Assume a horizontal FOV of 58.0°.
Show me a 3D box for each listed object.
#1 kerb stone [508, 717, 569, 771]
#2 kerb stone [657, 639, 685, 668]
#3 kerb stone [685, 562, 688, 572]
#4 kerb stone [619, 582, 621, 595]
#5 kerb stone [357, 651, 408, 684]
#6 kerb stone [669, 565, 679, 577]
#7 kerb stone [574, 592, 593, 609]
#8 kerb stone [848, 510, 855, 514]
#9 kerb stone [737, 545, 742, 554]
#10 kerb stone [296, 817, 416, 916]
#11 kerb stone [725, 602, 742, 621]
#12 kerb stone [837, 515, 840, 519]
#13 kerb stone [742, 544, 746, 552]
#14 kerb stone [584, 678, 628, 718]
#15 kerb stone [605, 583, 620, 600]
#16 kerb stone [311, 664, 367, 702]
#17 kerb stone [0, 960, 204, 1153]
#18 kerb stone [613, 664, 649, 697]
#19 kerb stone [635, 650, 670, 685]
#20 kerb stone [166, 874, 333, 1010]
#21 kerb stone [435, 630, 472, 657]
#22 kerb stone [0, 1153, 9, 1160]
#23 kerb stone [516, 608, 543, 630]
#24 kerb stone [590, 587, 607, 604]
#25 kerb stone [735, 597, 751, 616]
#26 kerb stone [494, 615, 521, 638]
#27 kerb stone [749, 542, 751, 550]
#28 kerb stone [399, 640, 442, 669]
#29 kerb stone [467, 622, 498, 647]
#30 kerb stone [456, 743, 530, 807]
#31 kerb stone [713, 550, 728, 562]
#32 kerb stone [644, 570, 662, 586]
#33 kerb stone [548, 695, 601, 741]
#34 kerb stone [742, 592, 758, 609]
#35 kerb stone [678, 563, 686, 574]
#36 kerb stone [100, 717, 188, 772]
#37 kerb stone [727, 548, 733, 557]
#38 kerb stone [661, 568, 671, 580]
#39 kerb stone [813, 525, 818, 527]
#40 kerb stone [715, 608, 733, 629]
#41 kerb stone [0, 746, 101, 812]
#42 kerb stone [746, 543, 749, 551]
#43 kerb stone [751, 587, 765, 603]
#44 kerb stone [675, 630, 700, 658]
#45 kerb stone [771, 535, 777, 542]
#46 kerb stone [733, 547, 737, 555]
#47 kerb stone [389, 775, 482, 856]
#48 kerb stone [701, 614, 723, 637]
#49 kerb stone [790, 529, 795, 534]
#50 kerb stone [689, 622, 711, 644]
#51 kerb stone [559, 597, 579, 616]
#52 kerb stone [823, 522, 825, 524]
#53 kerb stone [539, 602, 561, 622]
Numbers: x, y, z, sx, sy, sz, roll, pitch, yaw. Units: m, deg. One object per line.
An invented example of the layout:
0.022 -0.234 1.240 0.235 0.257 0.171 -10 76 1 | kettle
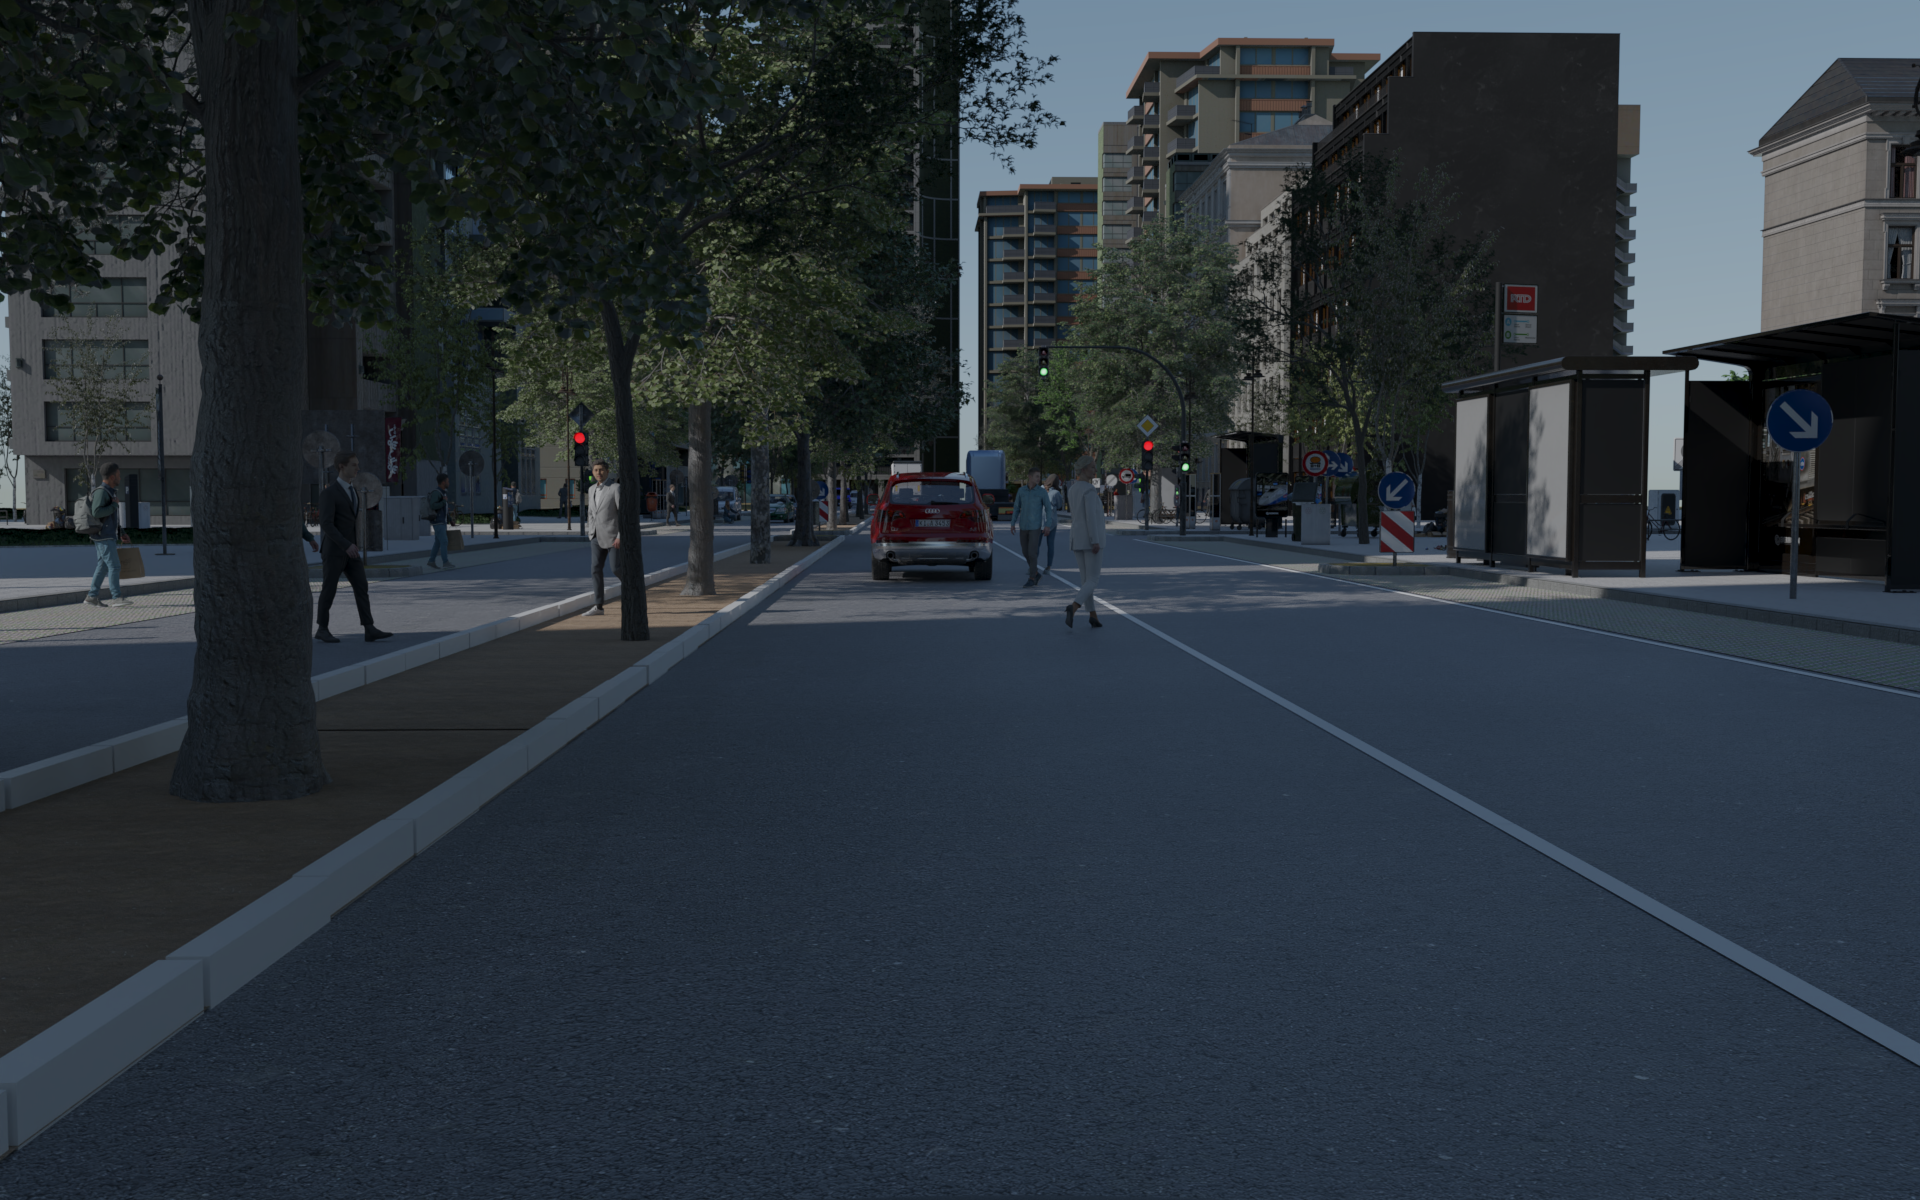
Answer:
-2.293 0.787 9.393 0.120 0.150 1.000 0 4 -2 | kerb stone
-2.448 0.470 14.518 0.120 0.150 1.000 0 4 -2 | kerb stone
-5.077 -0.593 31.886 0.120 0.150 1.000 0 4 -2 | kerb stone
-4.860 -0.152 24.717 0.120 0.150 1.000 0 4 -2 | kerb stone
-4.516 0.535 13.453 0.120 0.150 1.000 0 4 -2 | kerb stone
-5.014 -0.468 29.843 0.120 0.150 1.000 0 4 -2 | kerb stone
-4.770 0.035 21.648 0.120 0.150 1.000 0 4 -2 | kerb stone
-7.985 -6.447 127.715 0.120 0.150 1.000 0 4 -2 | kerb stone
-5.358 -1.157 41.134 0.120 0.150 1.000 0 4 -2 | kerb stone
-2.200 0.971 6.327 0.120 0.150 1.000 0 4 -2 | kerb stone
-2.604 0.157 19.632 0.120 0.150 1.000 0 4 -2 | kerb stone
-7.339 -5.137 106.191 0.120 0.150 1.000 0 4 -2 | kerb stone
-5.383 -1.221 42.158 0.120 0.150 1.000 0 4 -2 | kerb stone
-2.354 0.658 11.442 0.120 0.150 1.000 0 4 -2 | kerb stone
-4.824 -0.092 23.692 0.120 0.150 1.000 0 4 -2 | kerb stone
-4.490 0.598 12.421 0.120 0.150 1.000 0 4 -2 | kerb stone
-2.131 1.096 4.274 0.120 0.150 1.000 0 4 -2 | kerb stone
-2.393 0.606 12.476 0.120 0.150 1.000 0 4 -2 | kerb stone
-2.410 0.532 13.497 0.120 0.150 1.000 0 4 -2 | kerb stone
-2.157 1.033 5.306 0.120 0.150 1.000 0 4 -2 | kerb stone
-4.580 0.410 15.498 0.120 0.150 1.000 0 4 -2 | kerb stone
-2.109 1.165 3.253 0.120 0.150 1.000 0 4 -2 | kerb stone
-4.670 0.222 18.569 0.120 0.150 1.000 0 4 -2 | kerb stone
-4.802 -0.029 22.669 0.120 0.150 1.000 0 4 -2 | kerb stone
-2.633 0.097 20.660 0.120 0.150 1.000 0 4 -2 | kerb stone
-4.640 0.287 17.541 0.120 0.150 1.000 0 4 -2 | kerb stone
-5.448 -1.346 44.203 0.120 0.150 1.000 0 4 -2 | kerb stone
-4.550 0.472 14.475 0.120 0.150 1.000 0 4 -2 | kerb stone
-4.608 0.347 16.519 0.120 0.150 1.000 0 4 -2 | kerb stone
-2.262 0.848 8.371 0.120 0.150 1.000 0 4 -2 | kerb stone
-5.265 -0.970 38.056 0.120 0.150 1.000 0 4 -2 | kerb stone
-4.951 -0.342 27.787 0.120 0.150 1.000 0 4 -2 | kerb stone
-2.327 0.721 10.414 0.120 0.150 1.000 0 4 -2 | kerb stone
-2.665 0.031 21.681 0.120 0.150 1.000 0 4 -2 | kerb stone
-5.046 -0.528 30.864 0.120 0.150 1.000 0 4 -2 | kerb stone
-4.393 0.786 9.342 0.120 0.150 1.000 0 4 -2 | kerb stone
-5.299 -1.032 39.087 0.120 0.150 1.000 0 4 -2 | kerb stone
-4.983 -0.402 28.815 0.120 0.150 1.000 0 4 -2 | kerb stone
-6.482 -3.444 78.499 0.120 0.150 1.000 0 4 -2 | kerb stone
-2.574 0.219 18.610 0.120 0.150 1.000 0 4 -2 | kerb stone
-4.361 0.849 8.320 0.120 0.150 1.000 0 4 -2 | kerb stone
-5.419 -1.281 43.180 0.120 0.150 1.000 0 4 -2 | kerb stone
-2.695 -0.029 22.705 0.120 0.150 1.000 0 4 -2 | kerb stone
-2.475 0.407 15.540 0.120 0.150 1.000 0 4 -2 | kerb stone
-5.728 -1.911 53.439 0.120 0.150 1.000 0 4 -2 | kerb stone
-5.334 -1.096 40.113 0.120 0.150 1.000 0 4 -2 | kerb stone
-2.226 0.909 7.350 0.120 0.150 1.000 0 4 -2 | kerb stone
-2.547 0.282 17.588 0.120 0.150 1.000 0 4 -2 | kerb stone
-6.025 -2.501 63.129 0.120 0.150 1.000 0 4 -2 | kerb stone
-2.521 0.350 16.561 0.120 0.150 1.000 0 4 -2 | kerb stone
-4.725 0.100 20.622 0.120 0.150 1.000 0 4 -2 | kerb stone
-6.584 -3.631 81.584 0.120 0.150 1.000 0 4 -2 | kerb stone
-4.706 0.161 19.600 0.120 0.150 1.000 0 4 -2 | kerb stone
